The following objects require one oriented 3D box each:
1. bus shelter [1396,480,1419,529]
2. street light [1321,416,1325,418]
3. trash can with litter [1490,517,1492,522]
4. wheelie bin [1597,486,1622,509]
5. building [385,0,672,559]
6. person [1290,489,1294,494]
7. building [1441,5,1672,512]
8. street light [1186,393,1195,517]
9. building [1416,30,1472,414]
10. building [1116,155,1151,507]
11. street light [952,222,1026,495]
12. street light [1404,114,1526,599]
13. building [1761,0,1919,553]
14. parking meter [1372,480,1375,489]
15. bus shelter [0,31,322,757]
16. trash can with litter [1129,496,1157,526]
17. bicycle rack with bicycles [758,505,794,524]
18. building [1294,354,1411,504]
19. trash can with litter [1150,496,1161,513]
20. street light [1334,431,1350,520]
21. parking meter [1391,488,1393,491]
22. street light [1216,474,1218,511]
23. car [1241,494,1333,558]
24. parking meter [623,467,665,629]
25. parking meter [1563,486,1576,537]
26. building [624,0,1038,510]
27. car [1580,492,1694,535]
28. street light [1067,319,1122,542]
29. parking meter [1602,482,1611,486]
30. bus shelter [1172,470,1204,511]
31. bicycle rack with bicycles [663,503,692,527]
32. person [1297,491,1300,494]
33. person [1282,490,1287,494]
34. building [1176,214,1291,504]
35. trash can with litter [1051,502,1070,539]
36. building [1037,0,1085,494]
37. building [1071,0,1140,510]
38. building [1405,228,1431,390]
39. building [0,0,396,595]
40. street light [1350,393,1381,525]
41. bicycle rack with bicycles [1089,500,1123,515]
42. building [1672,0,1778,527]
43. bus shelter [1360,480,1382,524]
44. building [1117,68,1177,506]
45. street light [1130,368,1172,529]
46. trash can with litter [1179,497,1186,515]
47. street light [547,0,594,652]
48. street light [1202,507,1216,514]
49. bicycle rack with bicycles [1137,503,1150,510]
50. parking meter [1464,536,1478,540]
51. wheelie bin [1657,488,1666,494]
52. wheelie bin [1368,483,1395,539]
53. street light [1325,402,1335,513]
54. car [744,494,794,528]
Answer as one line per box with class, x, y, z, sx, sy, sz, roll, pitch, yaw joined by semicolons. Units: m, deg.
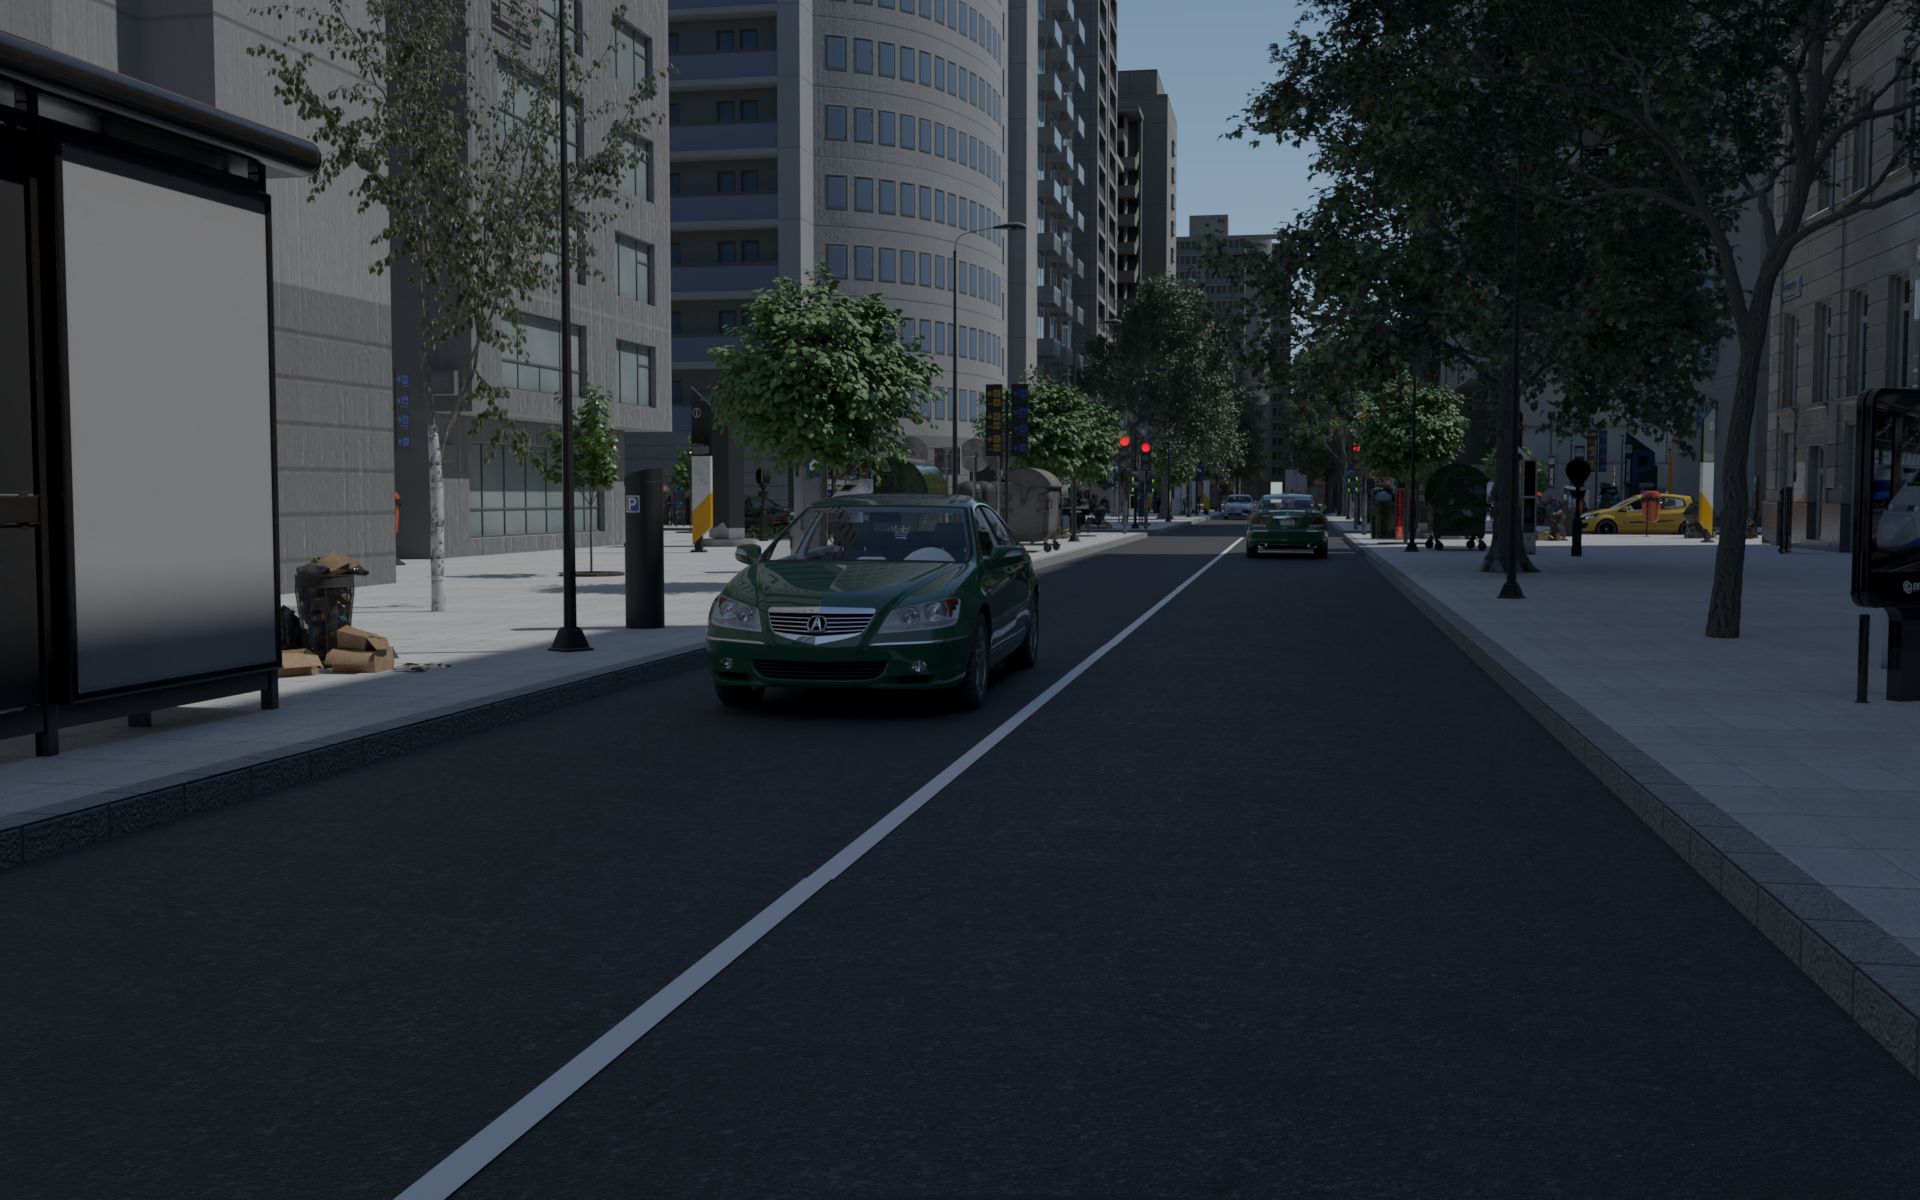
bus shelter;16.968;-4.484;64.595;1.731;3.624;6.357;1;4;11
street light;19.083;-7.023;87.363;1.470;5.913;1.316;1;4;11
trash can with litter;25.194;-4.234;80.284;1.678;1.210;2.233;-1;4;-9
wheelie bin;25.607;-3.689;68.223;0.980;1.594;0.693;0;4;-8
building;-14.924;-21.832;40.549;14.086;41.232;14.154;1;4;11
person;19.936;-5.790;103.925;0.760;1.731;0.466;-2;4;-29
building;47.828;-32.317;117.625;28.713;52.752;27.495;1;4;11
street light;10.156;-6.558;79.767;1.470;5.913;1.316;1;4;11
building;52.391;-30.518;153.595;22.147;44.769;28.867;1;4;11
building;2.870;-29.478;173.841;32.217;40.220;23.993;1;4;11
street light;0.441;-3.506;29.860;1.470;5.913;1.316;1;4;11
street light;6.260;-2.980;21.268;1.470;5.913;1.316;1;4;11
building;23.685;-14.261;30.429;12.463;27.353;25.104;1;4;11
parking meter;17.066;-3.983;70.833;0.399;1.863;0.255;-3;5;-42
bus shelter;-5.659;-1.745;6.167;2.179;5.291;8.768;1;4;11
trash can with litter;7.198;-3.637;70.523;1.678;1.210;2.233;1;4;17
bicycle rack with bicycles;-4.866;-2.679;57.189;2.925;0.926;2.852;3;5;42
building;60.382;-23.997;237.384;28.899;21.520;27.650;1;4;11
trash can with litter;13.137;-6.311;114.580;1.055;1.170;0.624;-3;5;-39
street light;12.644;-5.012;54.493;1.470;5.913;1.316;1;4;11
parking meter;17.243;-3.752;69.753;0.372;1.533;0.369;0;3;0
street light;16.462;-8.543;112.227;1.470;5.913;1.316;1;4;11
car;7.596;-1.742;40.282;2.131;1.459;4.920;1;4;10
parking meter;-3.023;-0.500;16.588;0.372;1.533;0.369;0;3;0
parking meter;18.373;-2.676;52.161;0.372;1.533;0.369;0;3;0
building;-8.523;-33.348;87.234;21.231;58.520;28.212;1;4;11
car;22.506;-2.878;57.282;3.980;1.641;2.015;1;4;11
street light;3.602;-4.512;46.316;1.470;5.913;1.316;1;4;11
parking meter;31.579;-4.824;84.587;0.399;1.863;0.255;3;4;38
bus shelter;14.725;-7.256;112.552;2.014;3.302;5.546;1;4;11
bicycle rack with bicycles;-11.885;-3.402;69.002;2.852;0.926;2.925;0;4;1
person;28.782;-8.411;146.743;0.721;1.736;1.217;3;5;44
person;29.839;-9.215;159.036;0.709;1.838;0.599;3;4;39
building;34.819;-33.762;243.895;23.993;40.220;32.217;1;4;11
trash can with litter;2.705;-2.327;49.440;0.624;1.170;1.055;2;4;31
building;-3.122;-30.876;124.437;23.786;49.044;30.456;1;4;11
building;5.134;-43.519;149.782;20.563;71.187;20.611;1;4;11
building;58.599;-34.423;182.420;23.786;49.044;30.456;1;4;11
building;-21.075;-28.710;11.414;21.231;58.520;28.212;1;4;11
street light;9.512;-4.029;38.419;1.470;5.913;1.316;1;4;11
bicycle rack with bicycles;7.699;-5.556;104.217;2.852;0.926;2.925;-2;4;-24
building;42.900;-27.525;73.730;21.600;48.544;21.300;1;4;11
bus shelter;19.174;-6.186;78.773;2.179;5.291;8.768;1;4;11
building;13.248;-35.064;196.989;21.600;48.544;21.300;1;4;11
street light;7.012;-5.582;63.808;1.470;5.913;1.316;1;4;11
trash can with litter;13.805;-5.813;106.437;0.624;1.170;1.055;-2;4;-28
street light;-2.665;-2.531;13.915;1.470;5.913;1.316;1;4;11
street light;13.205;-7.534;95.725;1.470;5.913;1.316;1;4;11
bicycle rack with bicycles;12.556;-6.876;125.800;2.925;0.926;2.852;-2;4;-26
parking meter;14.391;-2.633;48.760;0.399;1.863;0.255;1;4;10
wheelie bin;35.803;-4.945;88.763;0.980;1.594;0.693;2;4;35
wheelie bin;12.197;-2.573;49.971;0.693;1.594;0.980;-1;4;-14
street light;15.921;-6.048;71.428;1.470;5.913;1.316;1;4;11
car;-7.484;-3.249;62.908;4.222;1.686;2.009;1;4;10
